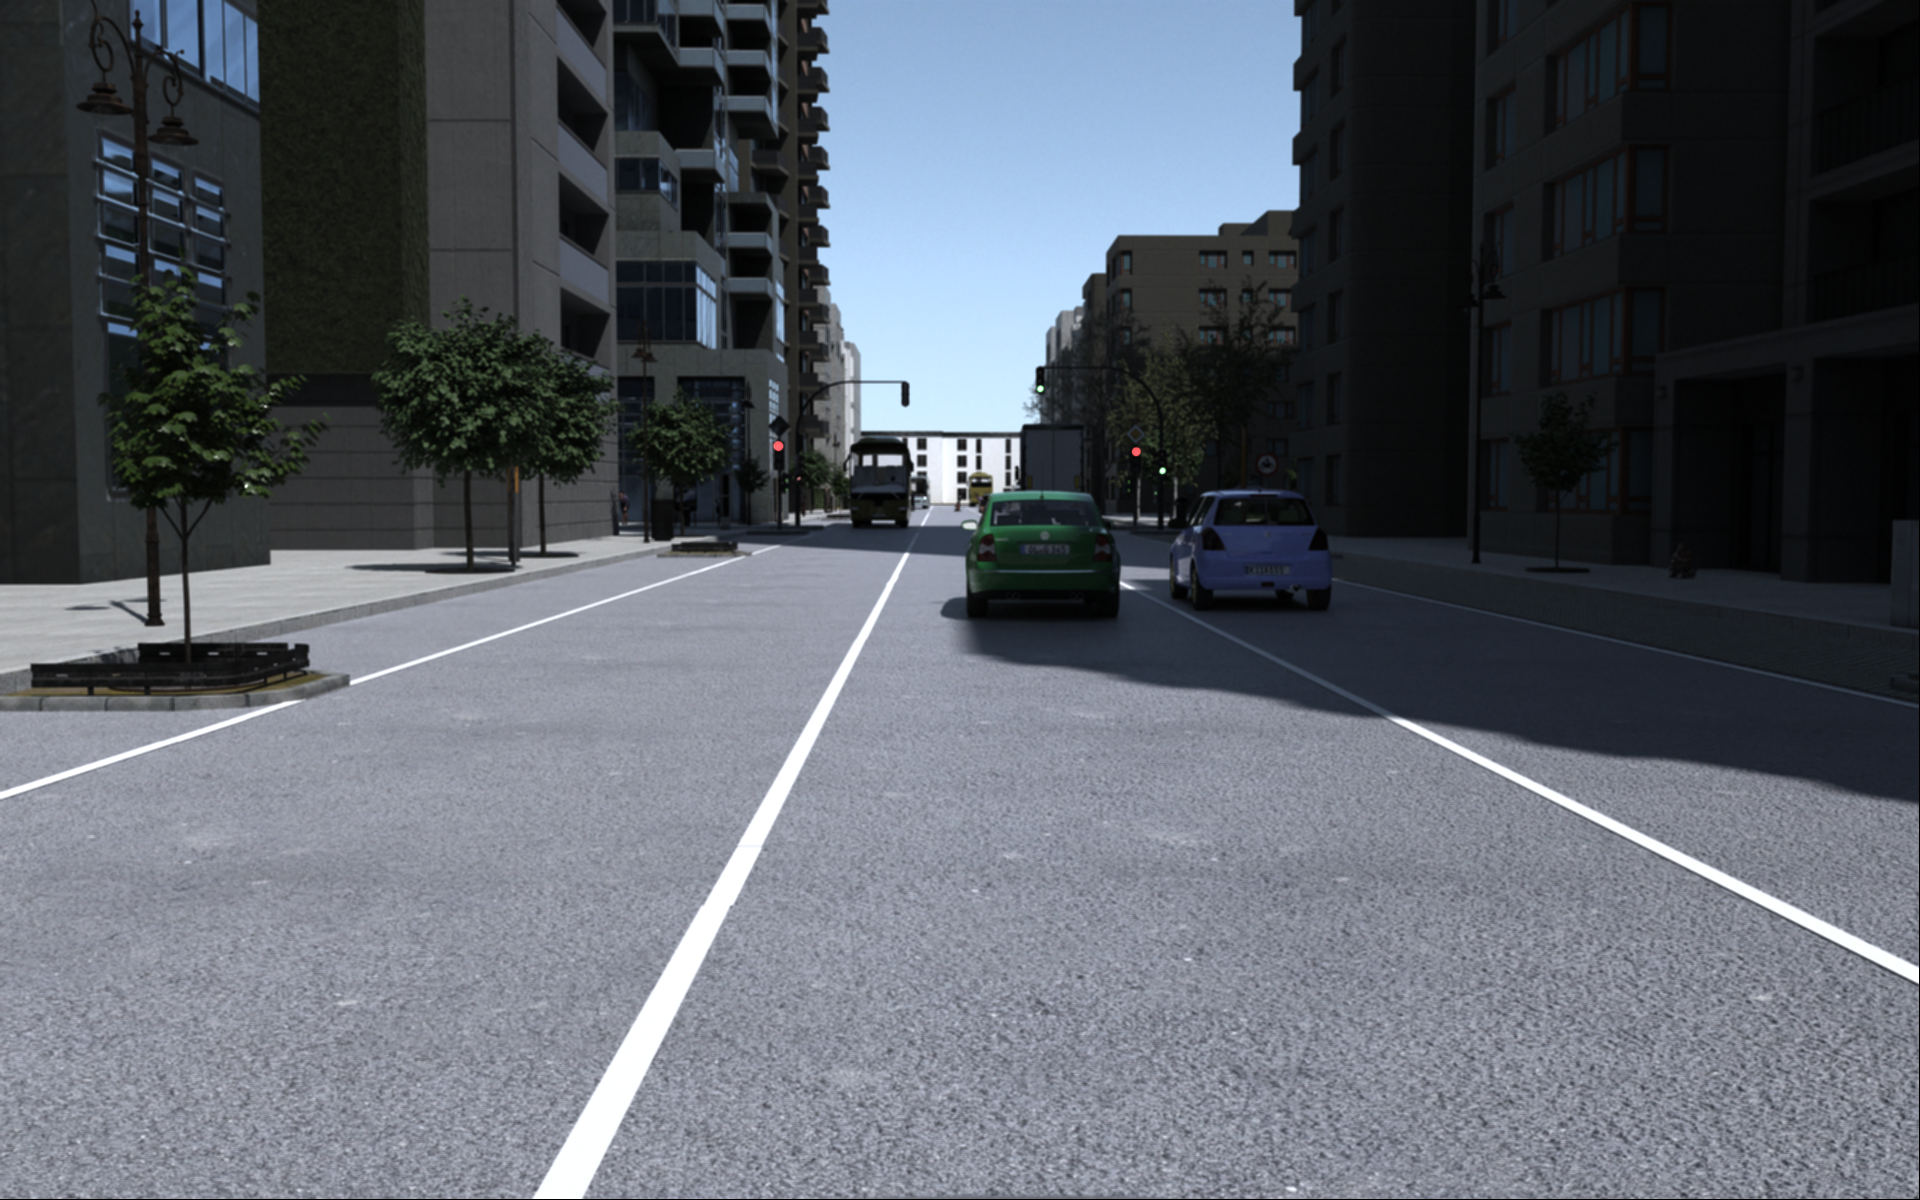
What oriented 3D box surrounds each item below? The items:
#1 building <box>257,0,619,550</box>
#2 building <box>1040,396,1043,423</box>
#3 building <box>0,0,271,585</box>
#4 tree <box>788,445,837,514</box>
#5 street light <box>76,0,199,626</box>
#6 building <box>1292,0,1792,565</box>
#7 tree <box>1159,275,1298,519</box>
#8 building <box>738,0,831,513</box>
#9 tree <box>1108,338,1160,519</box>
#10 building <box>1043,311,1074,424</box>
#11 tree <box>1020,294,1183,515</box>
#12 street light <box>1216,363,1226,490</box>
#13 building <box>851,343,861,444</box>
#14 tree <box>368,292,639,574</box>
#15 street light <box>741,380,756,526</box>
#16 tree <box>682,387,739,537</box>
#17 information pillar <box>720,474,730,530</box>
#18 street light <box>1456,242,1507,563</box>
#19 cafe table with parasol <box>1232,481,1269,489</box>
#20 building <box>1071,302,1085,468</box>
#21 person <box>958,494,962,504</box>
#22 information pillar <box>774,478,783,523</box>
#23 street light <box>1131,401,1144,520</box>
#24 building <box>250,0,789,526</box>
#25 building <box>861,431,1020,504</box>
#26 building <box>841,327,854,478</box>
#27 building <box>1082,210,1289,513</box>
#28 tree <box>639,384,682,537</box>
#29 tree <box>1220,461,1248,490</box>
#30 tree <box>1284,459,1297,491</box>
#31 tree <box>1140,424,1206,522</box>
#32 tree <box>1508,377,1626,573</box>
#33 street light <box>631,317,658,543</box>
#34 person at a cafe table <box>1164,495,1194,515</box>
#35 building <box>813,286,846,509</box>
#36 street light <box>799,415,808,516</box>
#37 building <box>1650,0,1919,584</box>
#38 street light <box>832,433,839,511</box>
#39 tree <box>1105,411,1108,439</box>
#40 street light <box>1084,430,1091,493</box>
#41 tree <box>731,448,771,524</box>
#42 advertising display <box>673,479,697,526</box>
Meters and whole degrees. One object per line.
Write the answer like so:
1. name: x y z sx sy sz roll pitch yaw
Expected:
1. building: -24.589 -30.927 47.657 28.212 58.520 21.231 0 4 -1
2. building: 27.303 -22.842 239.930 31.486 18.905 16.747 0 4 -1
3. building: -21.521 -42.852 13.305 22.319 86.520 31.000 0 4 -1
4. tree: -9.747 -7.891 112.738 4.285 4.588 4.351 0 3 0
5. street light: -7.853 -2.686 16.711 0.468 5.910 1.993 0 4 -1
6. building: 25.363 -12.234 45.064 27.650 21.520 28.899 0 4 -1
7. tree: 9.112 -6.558 57.587 4.737 8.622 4.395 0 3 0
8. building: -21.212 -29.019 129.084 22.147 44.769 28.867 0 4 -1
9. tree: 9.435 -7.549 73.788 4.737 8.622 4.395 0 3 0
10. building: 18.032 -18.905 175.559 16.747 18.905 31.486 0 4 -1
11. tree: 8.899 -11.948 105.719 12.009 13.543 11.850 0 3 0
12. street light: 9.199 -5.417 61.357 0.468 5.910 1.993 0 4 -1
13. building: -28.197 -21.072 210.978 31.486 18.905 16.747 0 4 -1
14. tree: -8.078 -2.740 28.509 4.285 4.588 4.351 0 3 0
15. street light: -8.588 -5.972 70.423 0.468 5.910 1.993 0 4 -1
16. tree: -8.391 -4.178 52.020 4.285 4.588 4.351 0 3 0
17. information pillar: -8.489 -3.548 62.503 0.304 2.012 0.304 -1 4 -23
18. street light: 9.583 -3.620 31.974 0.468 5.910 1.993 0 4 -1
19. cafe table with parasol: 15.179 -5.235 90.461 2.610 1.966 2.610 -1 4 -16
20. building: 18.093 -18.208 154.128 16.016 20.091 11.380 0 4 -1
21. person: 0.024 -11.566 200.829 0.421 1.427 0.697 3 5 43
22. information pillar: -8.188 -4.501 78.076 0.304 2.012 0.304 -2 4 -31
23. street light: 8.830 -6.950 86.413 0.468 5.910 1.993 0 4 -1
24. building: -19.897 -47.541 89.960 22.319 86.520 31.000 0 4 -1
25. building: -2.422 -17.951 235.648 28.070 9.664 9.099 0 4 -1
26. building: -19.857 -20.632 193.751 16.016 20.091 11.380 0 4 -1
27. building: 24.204 -17.460 130.509 27.650 21.520 28.899 0 4 -1
28. tree: -8.458 -3.159 35.356 4.285 4.588 4.351 0 3 0
29. tree: 14.889 -6.207 96.078 1.663 3.219 1.824 0 3 0
30. tree: 14.289 -4.726 71.872 1.663 3.219 1.824 0 3 0
31. tree: 9.607 -5.836 79.140 4.285 4.588 4.351 0 3 0
32. tree: 9.833 -2.087 28.720 1.663 3.219 1.824 0 3 0
33. street light: -8.258 -4.445 45.460 0.468 5.910 1.993 0 4 -1
34. person at a cafe table: 13.724 -5.949 108.132 1.726 1.238 1.698 1 4 16
35. building: -19.881 -17.999 160.749 16.747 18.905 31.486 0 4 -1
36. street light: -9.002 -7.751 99.523 0.468 5.910 1.993 0 4 -1
37. building: 22.462 -35.466 18.116 20.563 71.187 20.611 0 4 -1
38. street light: -9.235 -9.510 128.274 0.468 5.910 1.993 0 4 -1
39. tree: 9.306 -8.550 90.147 4.737 8.622 4.395 0 3 0
40. street light: 8.523 -8.737 115.636 0.468 5.910 1.993 0 4 -1
41. tree: -8.801 -4.822 73.445 1.663 3.219 1.824 0 3 0
42. advertising display: -10.944 -3.901 68.988 0.974 1.923 0.123 -2 4 -34
